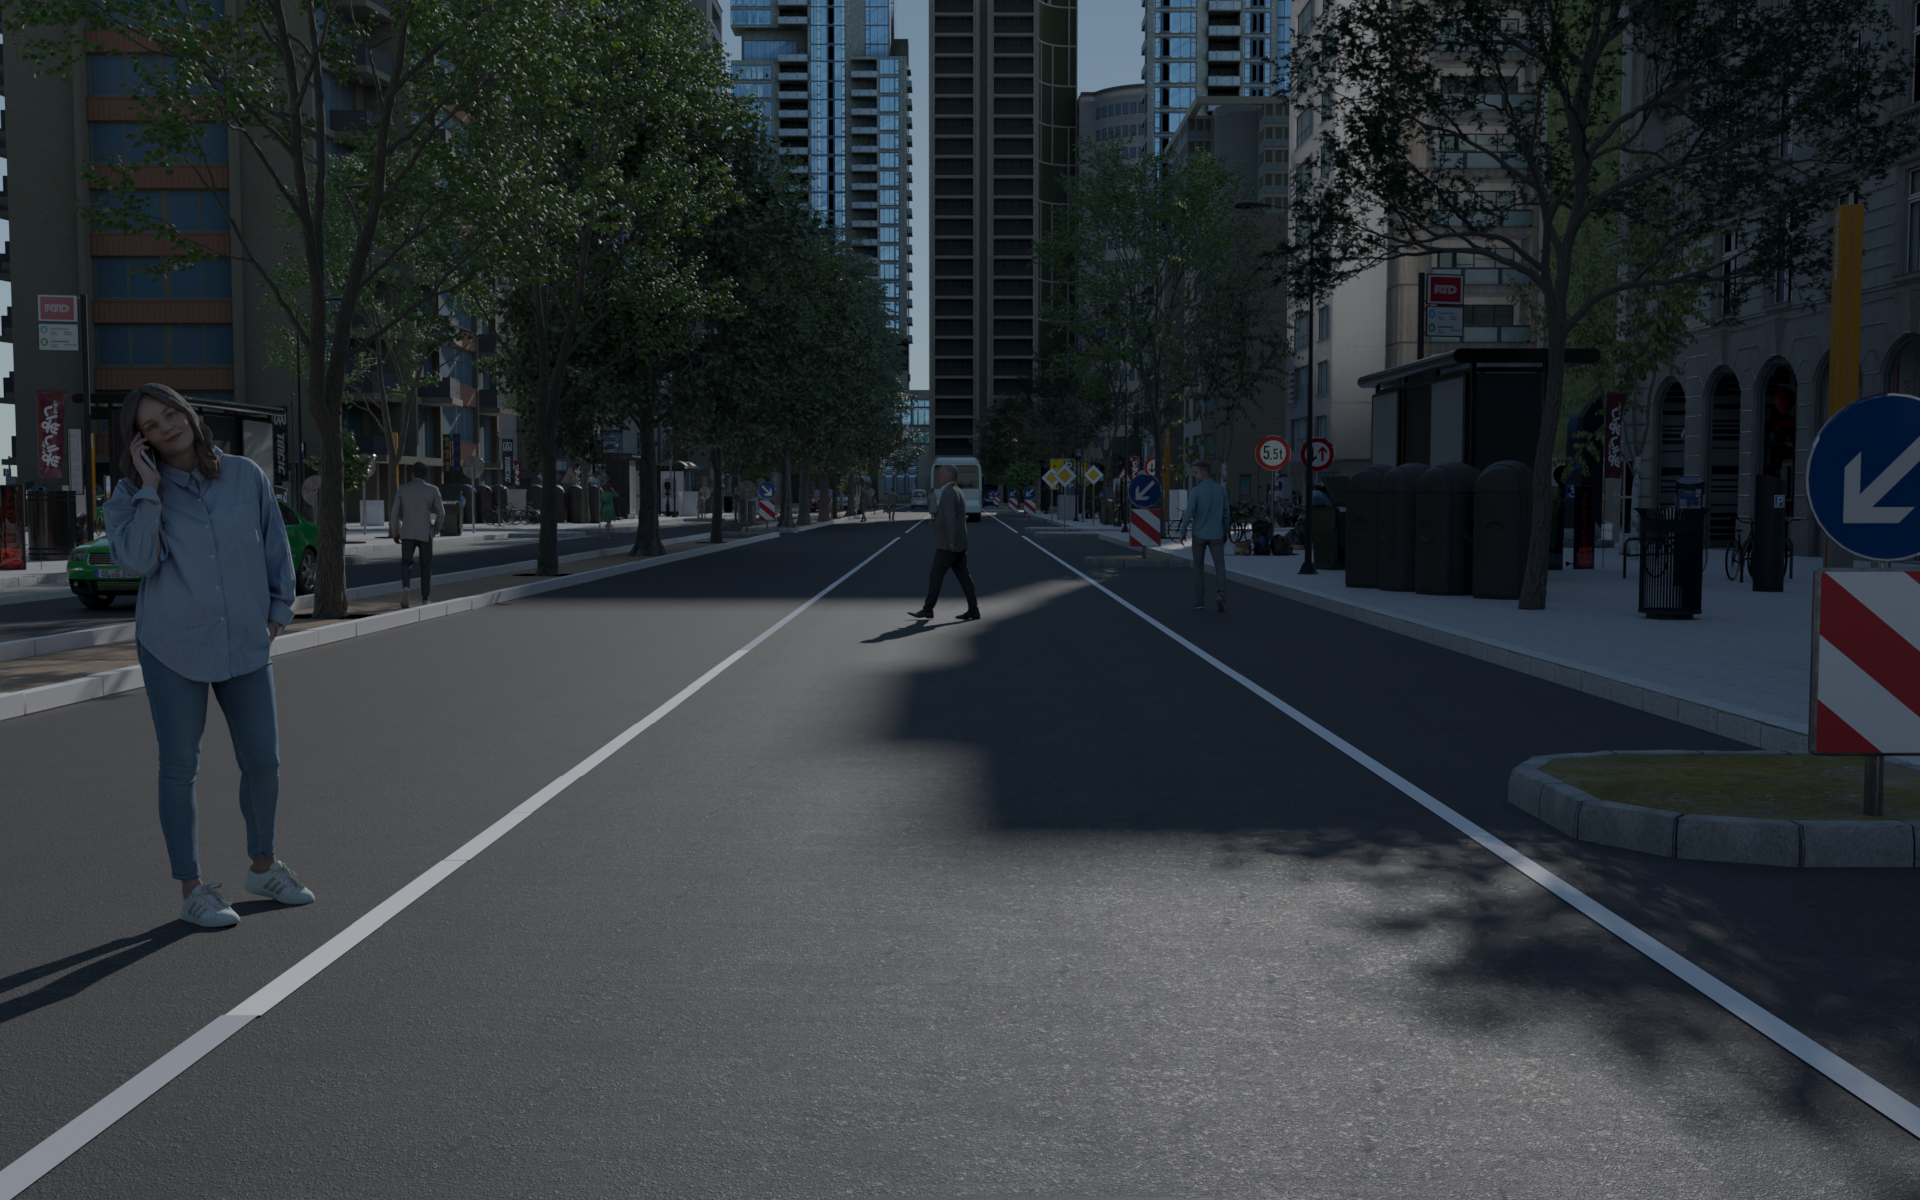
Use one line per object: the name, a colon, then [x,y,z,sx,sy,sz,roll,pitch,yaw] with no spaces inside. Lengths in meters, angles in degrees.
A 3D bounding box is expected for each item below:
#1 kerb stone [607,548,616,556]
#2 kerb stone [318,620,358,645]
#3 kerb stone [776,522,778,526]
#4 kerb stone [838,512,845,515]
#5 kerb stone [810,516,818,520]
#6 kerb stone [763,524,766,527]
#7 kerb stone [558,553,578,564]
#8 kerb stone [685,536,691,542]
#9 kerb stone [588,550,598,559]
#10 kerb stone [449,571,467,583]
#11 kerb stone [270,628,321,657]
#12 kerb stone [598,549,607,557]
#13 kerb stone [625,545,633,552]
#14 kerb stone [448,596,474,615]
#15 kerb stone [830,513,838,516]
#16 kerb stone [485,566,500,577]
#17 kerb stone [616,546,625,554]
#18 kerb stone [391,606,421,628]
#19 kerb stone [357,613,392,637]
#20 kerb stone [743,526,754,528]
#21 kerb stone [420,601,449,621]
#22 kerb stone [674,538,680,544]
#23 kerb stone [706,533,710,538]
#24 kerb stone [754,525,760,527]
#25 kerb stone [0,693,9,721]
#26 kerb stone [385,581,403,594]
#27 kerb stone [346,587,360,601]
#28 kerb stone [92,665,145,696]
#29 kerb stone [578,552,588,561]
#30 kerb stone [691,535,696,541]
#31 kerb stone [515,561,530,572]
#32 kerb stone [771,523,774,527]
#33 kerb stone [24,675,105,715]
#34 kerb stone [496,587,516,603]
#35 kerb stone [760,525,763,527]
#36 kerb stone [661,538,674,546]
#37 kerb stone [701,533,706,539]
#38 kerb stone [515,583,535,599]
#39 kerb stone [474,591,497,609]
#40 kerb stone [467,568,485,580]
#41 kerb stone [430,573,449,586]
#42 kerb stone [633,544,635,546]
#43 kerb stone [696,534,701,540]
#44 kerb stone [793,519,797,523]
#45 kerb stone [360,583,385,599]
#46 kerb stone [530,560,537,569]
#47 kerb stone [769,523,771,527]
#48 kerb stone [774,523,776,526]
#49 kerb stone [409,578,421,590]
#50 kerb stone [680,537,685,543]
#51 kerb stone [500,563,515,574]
kerb stone: [-8.235,-1.112,40.369,0.120,0.150,1.000,0,3,0]
kerb stone: [-6.113,0.327,16.848,0.120,0.150,1.000,0,3,0]
kerb stone: [-8.256,-3.341,76.818,0.120,0.150,1.000,0,3,0]
kerb stone: [-8.304,-6.036,120.883,0.120,0.150,1.000,0,3,0]
kerb stone: [-8.279,-4.657,98.343,0.120,0.150,1.000,0,3,0]
kerb stone: [-8.262,-3.025,71.701,0.120,0.150,1.000,0,3,0]
kerb stone: [-8.230,-0.854,36.276,0.120,0.150,1.000,0,3,0]
kerb stone: [-8.245,-1.796,51.639,0.120,0.150,1.000,0,3,0]
kerb stone: [-8.233,-0.983,38.324,0.120,0.150,1.000,0,3,0]
kerb stone: [-8.224,-0.355,28.056,0.120,0.150,1.000,0,3,0]
kerb stone: [-6.110,0.396,15.821,0.120,0.150,1.000,0,3,0]
kerb stone: [-8.235,-1.049,39.346,0.120,0.150,1.000,0,3,0]
kerb stone: [-8.235,-1.237,42.413,0.120,0.150,1.000,0,3,0]
kerb stone: [-6.114,0.076,20.949,0.120,0.150,1.000,0,3,0]
kerb stone: [-8.290,-5.598,113.715,0.120,0.150,1.000,0,3,0]
kerb stone: [-8.230,-0.481,30.099,0.120,0.150,1.000,0,3,0]
kerb stone: [-8.235,-1.170,41.391,0.120,0.150,1.000,0,3,0]
kerb stone: [-6.122,0.206,18.902,0.120,0.150,1.000,0,3,0]
kerb stone: [-6.110,0.264,17.871,0.120,0.150,1.000,0,3,0]
kerb stone: [-8.253,-2.777,67.598,0.120,0.150,1.000,0,3,0]
kerb stone: [-6.118,0.139,19.923,0.120,0.150,1.000,0,3,0]
kerb stone: [-8.242,-1.675,49.591,0.120,0.150,1.000,0,3,0]
kerb stone: [-8.252,-2.053,55.763,0.120,0.150,1.000,0,3,0]
kerb stone: [-8.251,-2.902,69.648,0.120,0.150,1.000,0,3,0]
kerb stone: [-6.106,0.704,10.684,0.120,0.150,1.000,0,3,0]
kerb stone: [-8.215,-0.171,24.986,0.120,0.150,1.000,0,3,0]
kerb stone: [-8.217,-0.046,22.942,0.120,0.150,1.000,0,3,0]
kerb stone: [-6.111,0.578,12.743,0.120,0.150,1.000,0,3,0]
kerb stone: [-8.226,-0.924,37.302,0.120,0.150,1.000,0,3,0]
kerb stone: [-8.245,-1.864,52.674,0.120,0.150,1.000,0,3,0]
kerb stone: [-8.225,-0.609,32.159,0.120,0.150,1.000,0,3,0]
kerb stone: [-8.254,-3.215,74.774,0.120,0.150,1.000,0,3,0]
kerb stone: [-6.110,0.651,11.722,0.120,0.150,1.000,0,3,0]
kerb stone: [-6.118,-0.049,23.007,0.120,0.150,1.000,0,3,0]
kerb stone: [-8.261,-2.965,70.670,0.120,0.150,1.000,0,3,0]
kerb stone: [-8.240,-1.613,48.563,0.120,0.150,1.000,0,3,0]
kerb stone: [-8.251,-1.986,54.728,0.120,0.150,1.000,0,3,0]
kerb stone: [-6.116,-0.112,24.029,0.120,0.150,1.000,0,3,0]
kerb stone: [-6.109,0.019,21.984,0.120,0.150,1.000,0,3,0]
kerb stone: [-8.223,-0.417,29.078,0.120,0.150,1.000,0,3,0]
kerb stone: [-8.226,-0.296,27.033,0.120,0.150,1.000,0,3,0]
kerb stone: [-8.230,-1.299,43.436,0.120,0.150,1.000,0,3,0]
kerb stone: [-8.244,-1.927,53.698,0.120,0.150,1.000,0,3,0]
kerb stone: [-8.272,-4.031,88.100,0.120,0.150,1.000,0,3,0]
kerb stone: [-8.213,-0.108,23.964,0.120,0.150,1.000,0,3,0]
kerb stone: [-8.232,-0.673,33.193,0.120,0.150,1.000,0,3,0]
kerb stone: [-8.263,-3.153,73.745,0.120,0.150,1.000,0,3,0]
kerb stone: [-8.266,-3.278,75.796,0.120,0.150,1.000,0,3,0]
kerb stone: [-8.215,-0.233,26.012,0.120,0.150,1.000,0,3,0]
kerb stone: [-8.246,-1.738,50.613,0.120,0.150,1.000,0,3,0]
kerb stone: [-8.228,-0.540,31.137,0.120,0.150,1.000,0,3,0]
